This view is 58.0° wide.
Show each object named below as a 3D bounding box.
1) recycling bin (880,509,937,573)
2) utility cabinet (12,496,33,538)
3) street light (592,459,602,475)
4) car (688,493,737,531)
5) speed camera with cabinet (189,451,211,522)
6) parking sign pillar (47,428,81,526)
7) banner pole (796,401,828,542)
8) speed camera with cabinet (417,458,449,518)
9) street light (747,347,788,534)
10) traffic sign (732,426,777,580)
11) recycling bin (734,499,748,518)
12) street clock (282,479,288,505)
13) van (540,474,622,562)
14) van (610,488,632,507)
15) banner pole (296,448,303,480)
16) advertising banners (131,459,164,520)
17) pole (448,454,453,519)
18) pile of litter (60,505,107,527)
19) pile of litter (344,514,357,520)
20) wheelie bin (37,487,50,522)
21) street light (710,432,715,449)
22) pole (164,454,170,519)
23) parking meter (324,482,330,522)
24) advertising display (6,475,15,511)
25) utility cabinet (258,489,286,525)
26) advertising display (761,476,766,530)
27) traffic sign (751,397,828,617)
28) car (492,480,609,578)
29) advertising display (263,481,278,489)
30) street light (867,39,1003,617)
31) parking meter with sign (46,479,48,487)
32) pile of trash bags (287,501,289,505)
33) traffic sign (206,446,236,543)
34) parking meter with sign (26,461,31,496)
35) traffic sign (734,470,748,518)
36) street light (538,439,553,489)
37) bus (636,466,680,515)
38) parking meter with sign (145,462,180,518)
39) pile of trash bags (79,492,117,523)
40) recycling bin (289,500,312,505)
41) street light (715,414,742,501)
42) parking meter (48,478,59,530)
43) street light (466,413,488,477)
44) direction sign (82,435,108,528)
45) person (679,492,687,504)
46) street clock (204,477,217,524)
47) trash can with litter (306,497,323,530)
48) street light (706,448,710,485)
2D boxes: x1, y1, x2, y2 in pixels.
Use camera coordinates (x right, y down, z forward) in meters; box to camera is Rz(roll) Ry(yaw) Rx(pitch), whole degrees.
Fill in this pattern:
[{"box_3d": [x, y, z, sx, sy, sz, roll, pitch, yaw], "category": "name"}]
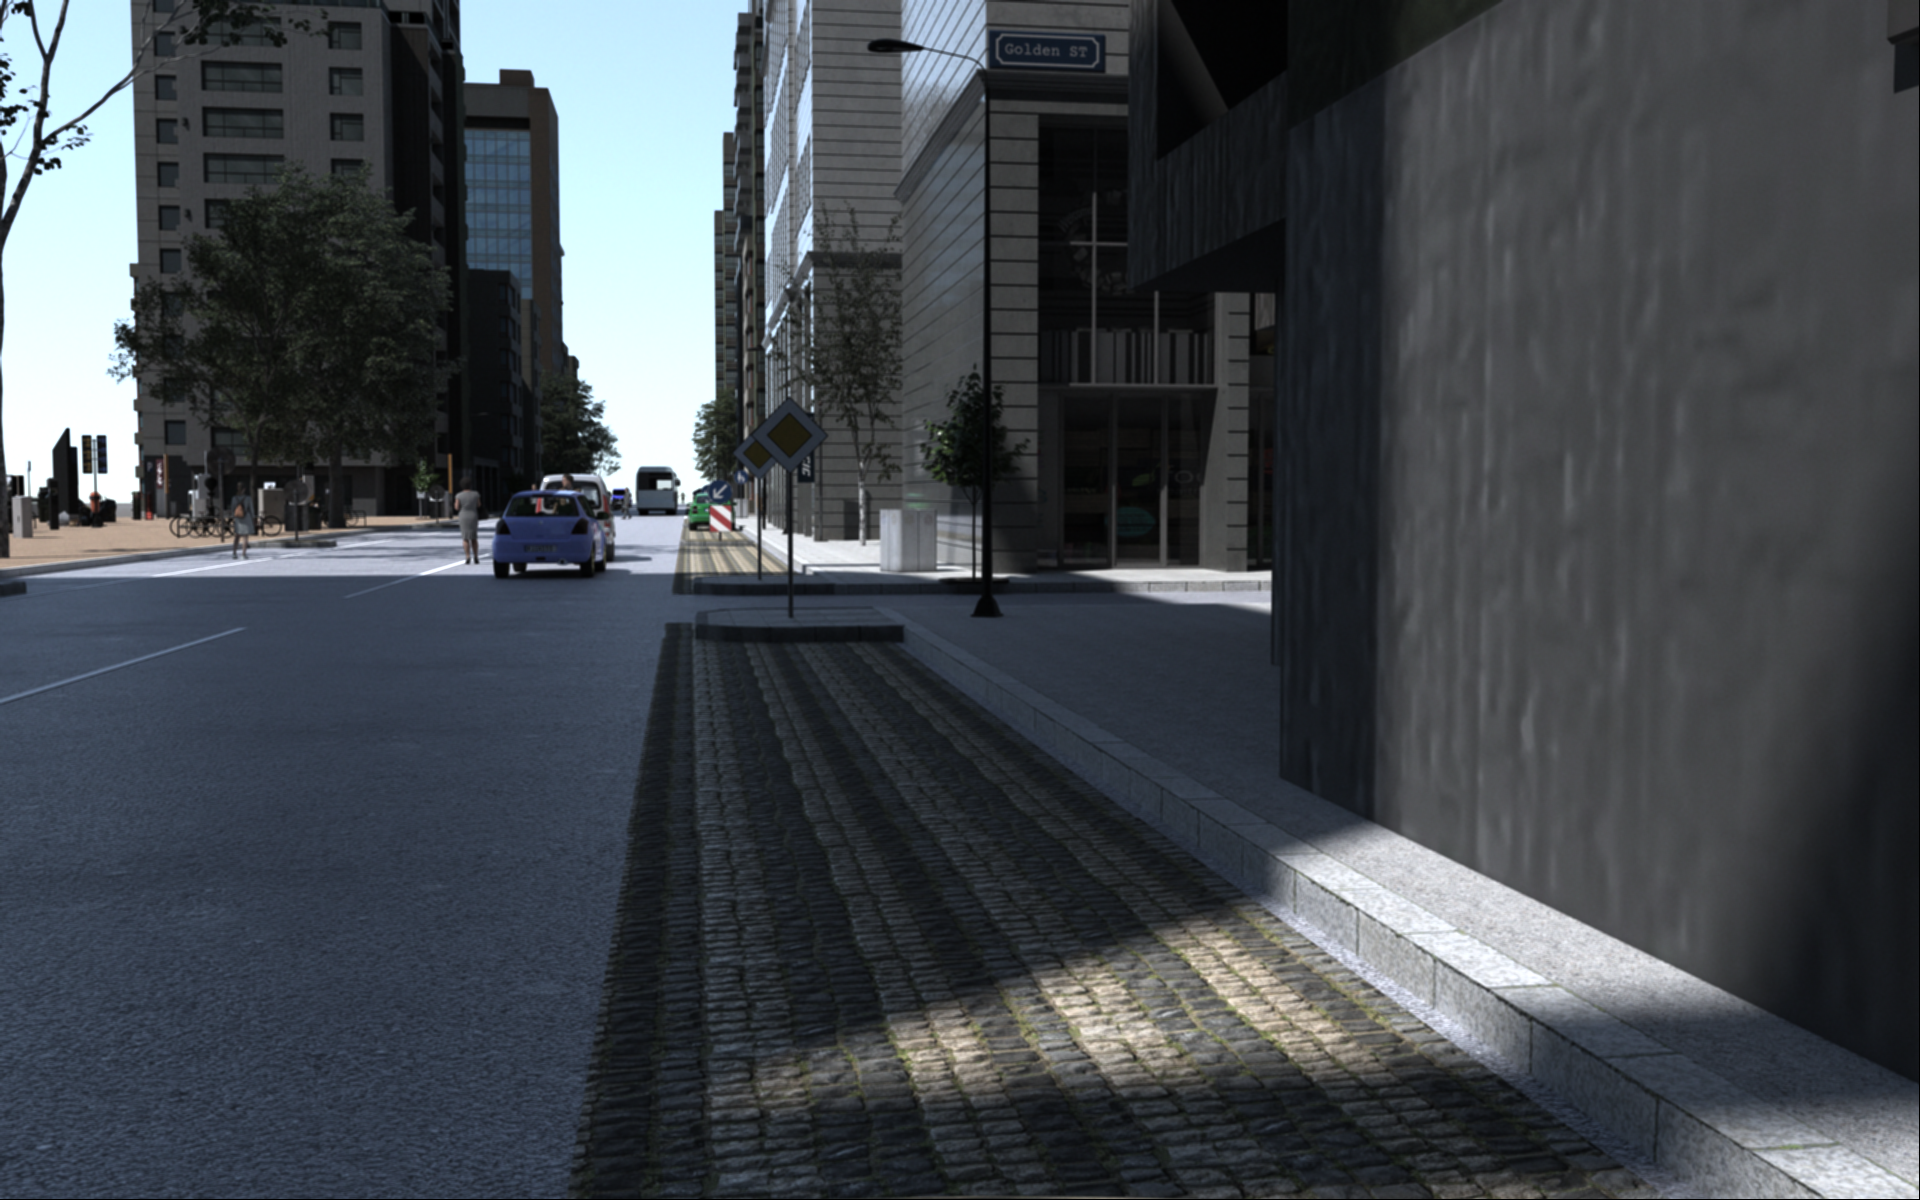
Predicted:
[{"box_3d": [-0.854, -0.981, 28.595, 0.722, 1.027, 0.722, -2, 4, -30], "category": "recycling bin"}, {"box_3d": [-27.451, -2.417, 50.686, 0.306, 1.237, 1.020, -3, 5, -42], "category": "utility cabinet"}, {"box_3d": [-47.677, -15.590, 227.429, 1.470, 5.913, 1.316, -1, 4, -9], "category": "street light"}, {"box_3d": [-9.801, -3.655, 68.554, 1.959, 1.807, 4.718, 0, 4, -8], "category": "car"}, {"box_3d": [-35.082, -5.232, 79.880, 0.660, 3.252, 2.038, -2, 4, -35], "category": "speed camera with cabinet"}, {"box_3d": [-36.638, -5.044, 70.937, 1.447, 3.967, 1.447, 3, 4, 38], "category": "parking sign pillar"}, {"box_3d": [-3.996, -3.472, 46.784, 0.863, 3.779, 0.401, 0, 4, -4], "category": "banner pole"}, {"box_3d": [-28.597, -6.097, 94.018, 2.038, 3.252, 0.660, 2, 4, 34], "category": "speed camera with cabinet"}, {"box_3d": [-6.044, -5.041, 54.963, 1.470, 5.913, 1.316, -1, 4, -9], "category": "street light"}, {"box_3d": [-2.999, -1.358, 25.848, 0.795, 2.450, 0.064, -1, 4, -9], "category": "traffic sign"}, {"box_3d": [-11.775, -4.928, 93.127, 0.722, 1.027, 0.722, -1, 4, -8], "category": "recycling bin"}, {"box_3d": [-32.852, -4.880, 84.365, 0.358, 2.002, 0.471, -1, 4, -10], "category": "street clock"}, {"box_3d": [-8.433, -1.895, 37.992, 2.013, 2.044, 4.112, -1, 4, -11], "category": "van"}, {"box_3d": [-36.188, -11.061, 185.225, 2.240, 2.365, 5.245, 0, 4, -7], "category": "van"}, {"box_3d": [-33.764, -6.029, 88.591, 0.401, 3.779, 0.863, 0, 4, 7], "category": "banner pole"}, {"box_3d": [-40.164, -5.474, 85.681, 2.074, 3.025, 0.090, 1, 4, 18], "category": "advertising banners"}, {"box_3d": [-25.961, -5.775, 88.257, 0.158, 3.312, 0.155, 0, 3, 0], "category": "pole"}, {"box_3d": [-34.744, -3.341, 68.587, 1.719, 0.858, 1.176, -2, 4, -26], "category": "pile of litter"}, {"box_3d": [-30.500, -4.354, 85.160, 1.719, 0.858, 1.176, -1, 4, -22], "category": "pile of litter"}, {"box_3d": [-41.430, -4.326, 78.641, 0.980, 1.594, 0.693, 0, 4, -2], "category": "wheelie bin"}, {"box_3d": [-17.758, -9.597, 129.451, 1.470, 5.913, 1.316, -1, 4, -9], "category": "street light"}, {"box_3d": [-40.436, -5.777, 88.294, 0.158, 3.312, 0.155, 0, 3, 0], "category": "pole"}, {"box_3d": [-28.590, -4.454, 78.528, 0.399, 1.863, 0.255, 1, 4, 22], "category": "parking meter"}, {"box_3d": [-32.223, -3.242, 58.225, 0.974, 1.923, 0.123, 1, 4, 10], "category": "advertising display"}, {"box_3d": [-28.647, -3.883, 72.165, 0.318, 1.500, 1.173, 2, 4, 27], "category": "utility cabinet"}, {"box_3d": [-7.150, -3.540, 63.089, 0.123, 1.923, 0.974, -1, 4, -10], "category": "advertising display"}, {"box_3d": [-1.764, -0.876, 17.959, 0.795, 2.450, 0.064, -1, 4, -9], "category": "traffic sign"}, {"box_3d": [-7.287, -1.308, 30.970, 1.945, 1.707, 3.694, 0, 4, -7], "category": "car"}, {"box_3d": [-35.187, -5.090, 88.438, 0.974, 1.923, 0.123, 2, 4, 30], "category": "advertising display"}, {"box_3d": [-0.252, -2.776, 17.928, 1.470, 5.913, 1.316, -1, 4, -9], "category": "street light"}, {"box_3d": [-46.196, -5.632, 88.338, 1.738, 3.016, 0.543, 2, 4, 33], "category": "parking meter with sign"}, {"box_3d": [-36.963, -5.151, 93.964, 1.912, 1.369, 3.447, -3, 4, -38], "category": "pile of trash bags"}, {"box_3d": [-19.534, -2.795, 45.808, 0.768, 2.556, 0.104, 0, 4, -4], "category": "traffic sign"}, {"box_3d": [-49.317, -5.737, 90.065, 1.738, 3.016, 0.543, -3, 5, -41], "category": "parking meter with sign"}, {"box_3d": [-11.498, -5.565, 91.088, 0.768, 2.556, 0.104, 0, 4, -1], "category": "traffic sign"}, {"box_3d": [-34.787, -10.568, 145.328, 1.470, 5.913, 1.316, -1, 4, -9], "category": "street light"}, {"box_3d": [-21.183, -7.745, 121.489, 2.948, 3.499, 13.247, -1, 4, -8], "category": "bus"}, {"box_3d": [-43.053, -5.955, 93.620, 1.738, 3.016, 0.543, 1, 4, 10], "category": "parking meter with sign"}, {"box_3d": [-39.172, -4.191, 78.279, 1.912, 1.369, 3.447, -2, 4, -31], "category": "pile of trash bags"}, {"box_3d": [-27.740, -3.689, 72.867, 0.722, 1.027, 0.722, 0, 4, -2], "category": "recycling bin"}, {"box_3d": [-13.238, -7.812, 100.274, 1.470, 5.913, 1.316, -1, 4, -9], "category": "street light"}, {"box_3d": [-32.605, -3.462, 62.308, 0.255, 1.863, 0.399, -3, 4, -37], "category": "parking meter"}, {"box_3d": [-27.791, -7.768, 99.553, 1.470, 5.913, 1.316, -1, 4, -9], "category": "street light"}, {"box_3d": [-33.158, -4.552, 66.420, 0.876, 3.537, 0.379, -1, 4, -10], "category": "direction sign"}, {"box_3d": [-38.265, -14.076, 239.353, 1.217, 1.735, 0.721, 0, 4, 8], "category": "person"}, {"box_3d": [-32.515, -4.321, 75.220, 0.358, 2.002, 0.471, 2, 4, 35], "category": "street clock"}, {"box_3d": [-23.148, -3.059, 61.397, 1.055, 1.170, 0.624, 0, 3, 0], "category": "trash can with litter"}, {"box_3d": [-24.942, -12.385, 175.030, 1.470, 5.913, 1.316, -1, 4, -9], "category": "street light"}]
